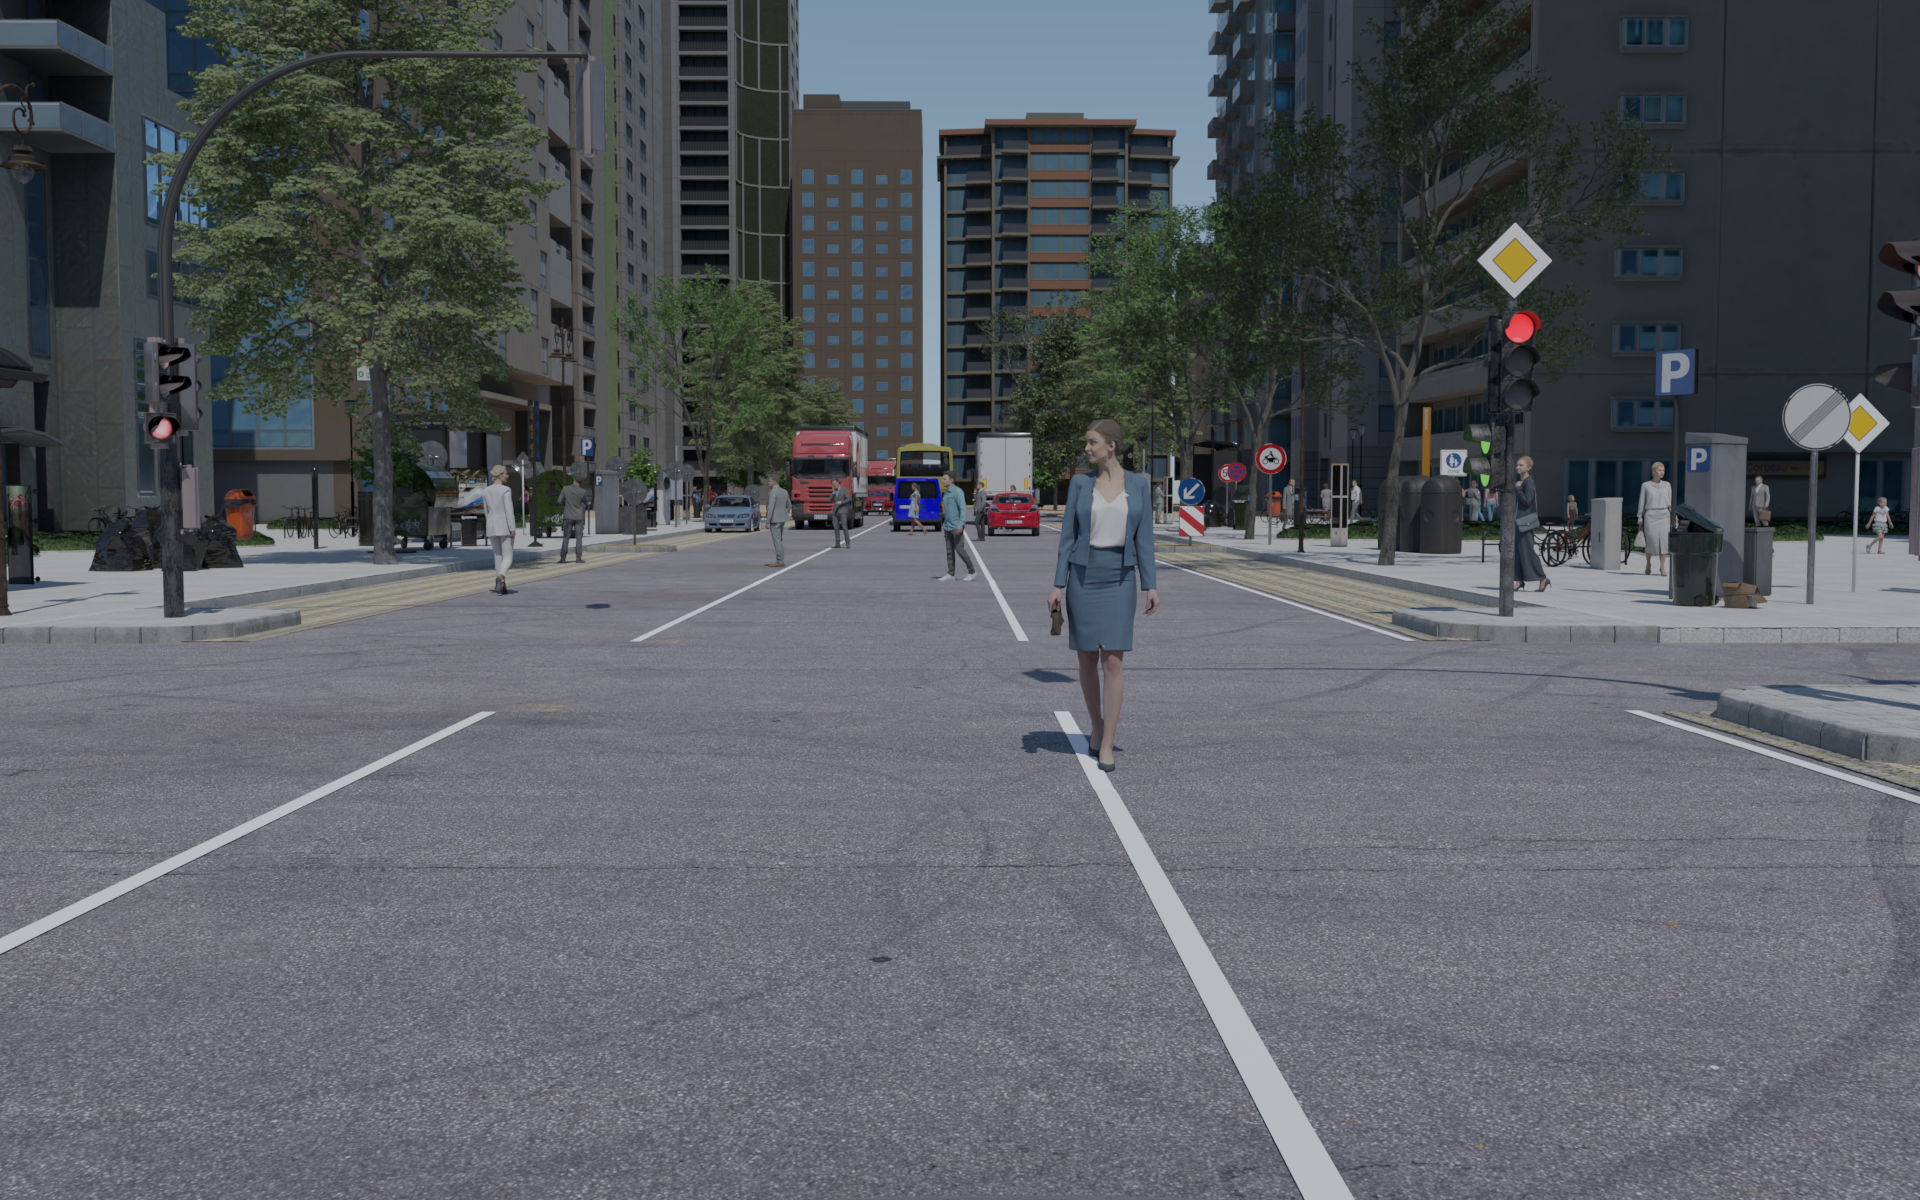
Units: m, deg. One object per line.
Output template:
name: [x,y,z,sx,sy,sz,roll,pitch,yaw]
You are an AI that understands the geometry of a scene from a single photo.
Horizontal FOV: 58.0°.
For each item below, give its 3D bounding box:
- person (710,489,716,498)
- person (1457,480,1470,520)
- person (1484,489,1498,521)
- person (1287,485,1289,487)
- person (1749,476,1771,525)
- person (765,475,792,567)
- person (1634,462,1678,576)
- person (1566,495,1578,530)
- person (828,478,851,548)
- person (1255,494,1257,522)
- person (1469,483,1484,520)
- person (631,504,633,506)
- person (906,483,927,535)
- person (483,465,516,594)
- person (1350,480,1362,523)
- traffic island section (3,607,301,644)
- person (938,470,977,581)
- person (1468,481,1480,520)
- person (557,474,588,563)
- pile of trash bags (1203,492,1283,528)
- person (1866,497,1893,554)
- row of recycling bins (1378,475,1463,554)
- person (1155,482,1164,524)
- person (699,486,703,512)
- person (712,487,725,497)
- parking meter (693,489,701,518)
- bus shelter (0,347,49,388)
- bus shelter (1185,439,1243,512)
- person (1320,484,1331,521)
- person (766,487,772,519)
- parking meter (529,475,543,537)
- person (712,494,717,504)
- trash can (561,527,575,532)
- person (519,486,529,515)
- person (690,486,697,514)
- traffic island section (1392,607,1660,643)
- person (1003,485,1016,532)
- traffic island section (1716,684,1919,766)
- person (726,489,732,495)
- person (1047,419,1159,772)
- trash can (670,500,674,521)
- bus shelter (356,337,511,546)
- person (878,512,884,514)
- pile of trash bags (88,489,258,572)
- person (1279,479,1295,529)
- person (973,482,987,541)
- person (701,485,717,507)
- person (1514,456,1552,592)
person: [-21.560,-8.715,149.242,1.217,1.735,0.721,1,4,9]
person: [17.526,-3.321,60.695,0.716,1.782,0.532,2,4,30]
person: [20.577,-3.730,67.042,0.555,1.821,0.388,0,4,-8]
person: [16.783,-5.008,88.519,0.643,1.750,0.593,-1,4,-23]
person: [23.534,-2.740,50.963,0.853,1.813,0.709,-3,5,-39]
person: [-3.594,-1.561,34.117,0.391,1.810,0.635,1,4,18]
person: [10.964,-1.272,27.186,0.694,1.780,0.624,2,4,25]
person: [20.011,-2.807,56.601,0.362,1.253,0.373,0,4,-7]
person: [-3.178,-2.285,45.665,0.655,1.846,0.447,2,4,27]
person: [13.328,-4.452,79.384,0.362,1.759,0.519,-3,5,-41]
person: [20.982,-3.876,70.257,0.643,1.720,0.563,3,4,36]
person: [-21.190,-6.492,112.196,0.705,1.822,1.348,-1,4,-10]
person: [-1.502,-3.141,59.950,0.778,1.811,0.616,1,4,17]
person: [-6.540,-0.990,24.565,0.514,1.842,0.818,0,4,4]
person: [15.687,-3.828,68.737,0.850,1.850,0.679,0,4,-6]
traffic island section: [-8.195,0.260,18.025,2.009,0.180,2.903,0,4,-1]
person: [-0.036,-1.229,28.609,0.620,1.820,0.660,-2,4,-33]
person: [19.410,-3.605,65.263,0.573,1.790,0.520,-3,4,-37]
person: [-8.003,-1.679,35.752,0.655,1.846,0.447,-1,4,-10]
pile of trash bags: [10.831,-3.477,66.606,3.447,1.369,1.912,3,5,39]
person: [19.724,-1.594,37.122,0.505,1.210,0.382,-1,4,-15]
row of recycling bins: [10.187,-1.925,38.585,1.069,1.692,3.534,0,4,-5]
person: [8.655,-4.192,74.759,0.466,1.800,0.511,-2,4,-28]
person: [-18.106,-7.068,121.228,0.705,1.869,1.348,-2,4,-29]
person: [-18.259,-7.661,131.311,1.348,1.822,0.705,-2,4,-25]
parking meter: [-13.920,-5.092,91.666,0.372,1.533,0.369,0,3,0]
bus shelter: [-13.084,-1.613,20.292,2.014,3.302,5.546,0,4,0]
bus shelter: [11.339,-5.277,77.562,1.731,3.624,6.357,0,4,0]
person: [17.374,-4.619,81.928,0.716,1.782,0.532,-1,4,-8]
person: [-7.909,-3.981,73.557,0.622,1.834,0.822,-1,4,-22]
parking meter: [-12.840,-2.856,52.411,0.255,1.863,0.399,1,4,15]
person: [-23.168,-9.439,163.610,0.697,1.427,0.421,3,4,38]
trash can: [-12.852,-2.781,57.131,0.748,1.137,0.748,0,3,0]
person: [-23.858,-5.388,94.823,0.721,1.739,1.217,-3,4,-36]
person: [-16.883,-6.300,109.567,0.721,1.766,1.217,-2,4,-26]
traffic island section: [5.746,0.252,18.153,2.009,0.180,2.903,0,4,-1]
person: [1.891,-3.514,66.232,0.573,1.790,0.520,0,4,-8]
traffic island section: [5.822,0.741,10.168,2.009,0.180,2.903,0,4,-1]
person: [-19.223,-8.392,144.171,0.541,1.710,0.530,0,4,-3]
person: [0.781,-0.040,9.185,0.581,1.822,0.654,1,4,19]
trash can: [-14.155,-4.423,83.973,0.748,1.137,0.748,0,3,0]
bus shelter: [-14.296,-4.231,46.807,2.179,5.291,8.768,0,4,-1]
person: [-5.615,-6.884,121.496,0.568,1.767,0.683,1,4,22]
pile of trash bags: [-13.379,-1.249,30.173,1.912,1.369,3.447,1,4,10]
person: [11.371,-3.262,59.474,0.694,1.812,0.767,-1,4,-20]
person: [0.600,-2.692,52.701,0.473,1.802,0.592,1,4,13]
person: [-15.538,-6.208,107.486,1.348,1.831,0.705,-3,5,-45]
person: [7.441,-0.995,22.734,0.534,1.772,0.576,-1,4,-16]
